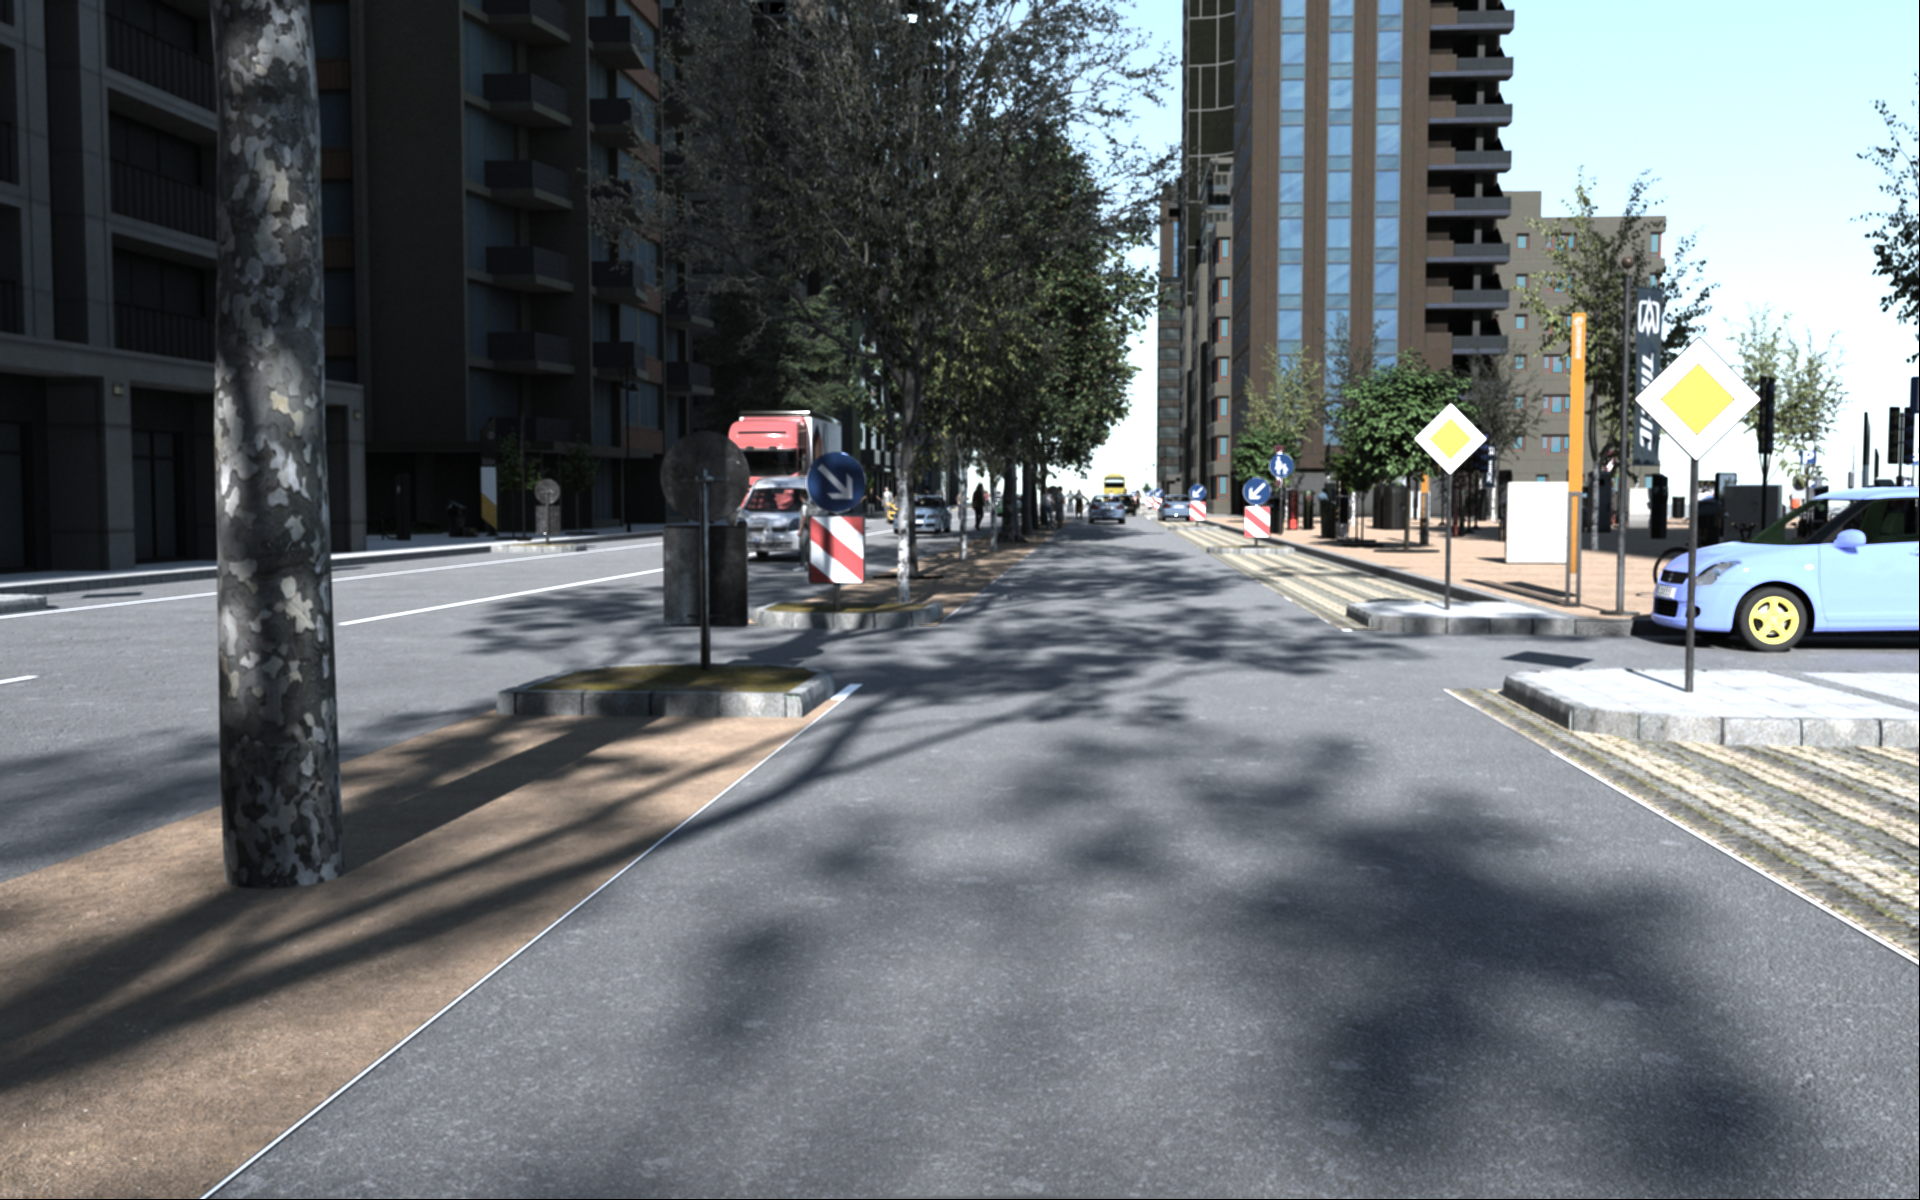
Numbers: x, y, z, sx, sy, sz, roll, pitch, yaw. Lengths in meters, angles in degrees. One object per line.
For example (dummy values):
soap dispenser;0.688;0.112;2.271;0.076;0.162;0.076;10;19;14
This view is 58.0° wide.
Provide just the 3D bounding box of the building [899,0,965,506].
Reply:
building;-9.976;-55.845;225.731;22.319;86.520;31.000;0;4;5

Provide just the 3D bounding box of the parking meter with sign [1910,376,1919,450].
parking meter with sign;14.015;-1.753;24.916;0.543;3.016;1.738;2;4;24

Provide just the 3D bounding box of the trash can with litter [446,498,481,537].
trash can with litter;-14.776;-2.460;51.600;1.055;1.170;0.624;1;4;18

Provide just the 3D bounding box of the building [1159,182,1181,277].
building;35.131;-36.330;244.109;14.600;45.320;14.200;0;4;5

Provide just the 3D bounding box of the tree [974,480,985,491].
tree;2.838;-14.511;231.852;1.663;3.219;1.824;0;3;0

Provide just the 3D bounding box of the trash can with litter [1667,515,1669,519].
trash can with litter;35.390;-4.744;88.620;1.678;1.210;2.233;-3;4;-36

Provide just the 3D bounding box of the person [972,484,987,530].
person;0.759;-3.675;68.493;0.656;1.842;0.836;1;4;14

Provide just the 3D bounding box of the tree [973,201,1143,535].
tree;2.405;-8.508;59.685;7.486;12.596;7.792;0;3;0

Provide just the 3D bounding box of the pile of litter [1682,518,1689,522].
pile of litter;33.869;-3.971;78.885;1.719;0.858;1.176;3;5;41

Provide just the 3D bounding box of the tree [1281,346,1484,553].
tree;9.873;-3.348;38.461;4.285;4.588;4.351;0;3;0

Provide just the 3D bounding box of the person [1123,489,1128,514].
person;11.774;-6.982;122.670;0.705;1.822;1.348;2;4;35

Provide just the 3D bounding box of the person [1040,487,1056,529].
person;3.719;-3.817;71.585;0.731;1.740;0.598;-1;4;-19

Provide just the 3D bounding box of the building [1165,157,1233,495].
building;38.852;-30.372;188.460;32.217;40.220;23.993;0;4;5

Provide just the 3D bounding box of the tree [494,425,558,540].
tree;-12.720;-3.329;49.031;1.663;3.219;1.824;0;3;0

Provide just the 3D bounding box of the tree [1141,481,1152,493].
tree;26.947;-15.572;249.209;1.663;3.219;1.824;0;3;0

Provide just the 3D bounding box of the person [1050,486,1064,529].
person;3.965;-3.750;70.376;0.524;1.755;0.480;-2;4;-33

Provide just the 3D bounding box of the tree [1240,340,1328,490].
tree;15.484;-8.071;82.317;4.737;8.622;4.395;0;3;0

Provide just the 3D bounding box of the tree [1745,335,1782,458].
tree;36.217;-7.573;74.177;4.360;8.622;3.978;0;3;0

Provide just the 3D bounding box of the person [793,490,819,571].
person;-2.890;-1.297;32.298;0.523;1.515;0.503;-1;4;-14

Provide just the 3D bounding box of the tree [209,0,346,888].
tree;-1.380;-8.963;4.894;12.611;20.169;13.585;0;3;0

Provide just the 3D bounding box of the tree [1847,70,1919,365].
tree;17.466;-4.866;29.914;4.360;8.622;3.978;0;3;0

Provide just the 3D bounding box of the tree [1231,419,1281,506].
tree;13.315;-5.617;75.559;4.285;4.588;4.351;0;3;0

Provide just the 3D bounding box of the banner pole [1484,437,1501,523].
banner pole;23.580;-5.297;76.620;0.863;3.779;0.401;0;4;5

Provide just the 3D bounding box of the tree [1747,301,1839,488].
tree;30.617;-7.041;65.483;4.737;8.622;4.395;0;3;0

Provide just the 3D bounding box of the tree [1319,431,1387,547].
tree;9.803;-2.940;42.673;1.663;3.219;1.824;0;3;0

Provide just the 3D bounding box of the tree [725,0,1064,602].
tree;-0.704;-4.166;20.926;4.360;8.622;3.978;0;3;0

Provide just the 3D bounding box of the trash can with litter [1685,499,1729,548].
trash can with litter;15.121;-1.451;35.110;0.624;1.170;1.055;3;5;39

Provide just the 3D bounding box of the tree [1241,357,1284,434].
tree;16.693;-8.474;88.912;4.360;8.622;3.978;0;3;0

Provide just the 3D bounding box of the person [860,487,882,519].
person;-5.062;-5.530;98.929;1.348;1.822;0.705;-1;4;-13

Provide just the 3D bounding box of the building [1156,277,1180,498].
building;33.180;-28.035;230.073;14.160;30.474;14.107;0;4;5

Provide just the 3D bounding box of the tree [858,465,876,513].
tree;-6.485;-7.440;116.242;1.663;3.219;1.824;0;3;0

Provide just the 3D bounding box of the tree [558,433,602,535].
tree;-12.223;-3.702;55.131;1.663;3.219;1.824;0;3;0

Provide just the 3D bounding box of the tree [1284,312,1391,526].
tree;15.703;-7.267;69.181;4.360;8.622;3.978;0;3;0

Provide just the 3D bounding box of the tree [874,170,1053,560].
tree;0.056;-5.188;37.648;4.737;8.622;4.395;0;3;0

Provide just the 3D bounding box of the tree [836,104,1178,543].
tree;1.478;-8.011;50.441;9.611;12.733;9.660;0;3;0

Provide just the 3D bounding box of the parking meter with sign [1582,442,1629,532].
parking meter with sign;21.434;-3.780;58.060;1.738;3.016;0.543;0;4;1

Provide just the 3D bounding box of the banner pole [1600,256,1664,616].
banner pole;7.220;-1.740;18.465;0.863;3.779;0.401;-2;4;-34

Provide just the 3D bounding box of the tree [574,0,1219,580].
tree;-0.896;-7.111;29.092;12.009;13.543;11.850;0;3;0

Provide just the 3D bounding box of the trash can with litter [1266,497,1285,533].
trash can with litter;10.302;-2.773;56.732;0.624;1.170;1.055;0;4;6

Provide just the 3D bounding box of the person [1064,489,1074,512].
person;8.608;-7.740;135.127;1.350;1.814;0.705;0;4;-1

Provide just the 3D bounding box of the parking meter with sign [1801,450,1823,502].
parking meter with sign;34.254;-4.472;69.381;0.543;3.016;1.738;3;5;45

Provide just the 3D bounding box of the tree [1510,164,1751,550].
tree;14.734;-5.437;39.265;4.737;8.622;4.395;0;3;0

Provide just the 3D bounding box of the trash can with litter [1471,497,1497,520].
trash can with litter;26.757;-4.665;87.332;2.233;1.210;1.678;2;4;25

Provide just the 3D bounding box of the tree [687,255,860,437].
tree;-9.691;-11.268;90.883;9.857;13.997;8.962;0;3;0

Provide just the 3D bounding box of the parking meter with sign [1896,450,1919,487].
parking meter with sign;39.975;-4.713;73.313;0.543;3.016;1.738;0;4;6

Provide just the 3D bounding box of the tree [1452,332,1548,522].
tree;24.793;-7.926;79.955;4.360;8.622;3.978;0;3;0

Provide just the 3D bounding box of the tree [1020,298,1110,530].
tree;3.781;-9.247;79.396;9.928;11.665;9.643;0;3;0

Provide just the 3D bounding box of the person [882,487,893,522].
person;-3.642;-4.815;87.348;0.709;1.813;0.853;1;4;17

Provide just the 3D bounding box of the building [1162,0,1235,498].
building;35.433;-47.278;211.252;20.563;71.187;20.611;0;4;5
